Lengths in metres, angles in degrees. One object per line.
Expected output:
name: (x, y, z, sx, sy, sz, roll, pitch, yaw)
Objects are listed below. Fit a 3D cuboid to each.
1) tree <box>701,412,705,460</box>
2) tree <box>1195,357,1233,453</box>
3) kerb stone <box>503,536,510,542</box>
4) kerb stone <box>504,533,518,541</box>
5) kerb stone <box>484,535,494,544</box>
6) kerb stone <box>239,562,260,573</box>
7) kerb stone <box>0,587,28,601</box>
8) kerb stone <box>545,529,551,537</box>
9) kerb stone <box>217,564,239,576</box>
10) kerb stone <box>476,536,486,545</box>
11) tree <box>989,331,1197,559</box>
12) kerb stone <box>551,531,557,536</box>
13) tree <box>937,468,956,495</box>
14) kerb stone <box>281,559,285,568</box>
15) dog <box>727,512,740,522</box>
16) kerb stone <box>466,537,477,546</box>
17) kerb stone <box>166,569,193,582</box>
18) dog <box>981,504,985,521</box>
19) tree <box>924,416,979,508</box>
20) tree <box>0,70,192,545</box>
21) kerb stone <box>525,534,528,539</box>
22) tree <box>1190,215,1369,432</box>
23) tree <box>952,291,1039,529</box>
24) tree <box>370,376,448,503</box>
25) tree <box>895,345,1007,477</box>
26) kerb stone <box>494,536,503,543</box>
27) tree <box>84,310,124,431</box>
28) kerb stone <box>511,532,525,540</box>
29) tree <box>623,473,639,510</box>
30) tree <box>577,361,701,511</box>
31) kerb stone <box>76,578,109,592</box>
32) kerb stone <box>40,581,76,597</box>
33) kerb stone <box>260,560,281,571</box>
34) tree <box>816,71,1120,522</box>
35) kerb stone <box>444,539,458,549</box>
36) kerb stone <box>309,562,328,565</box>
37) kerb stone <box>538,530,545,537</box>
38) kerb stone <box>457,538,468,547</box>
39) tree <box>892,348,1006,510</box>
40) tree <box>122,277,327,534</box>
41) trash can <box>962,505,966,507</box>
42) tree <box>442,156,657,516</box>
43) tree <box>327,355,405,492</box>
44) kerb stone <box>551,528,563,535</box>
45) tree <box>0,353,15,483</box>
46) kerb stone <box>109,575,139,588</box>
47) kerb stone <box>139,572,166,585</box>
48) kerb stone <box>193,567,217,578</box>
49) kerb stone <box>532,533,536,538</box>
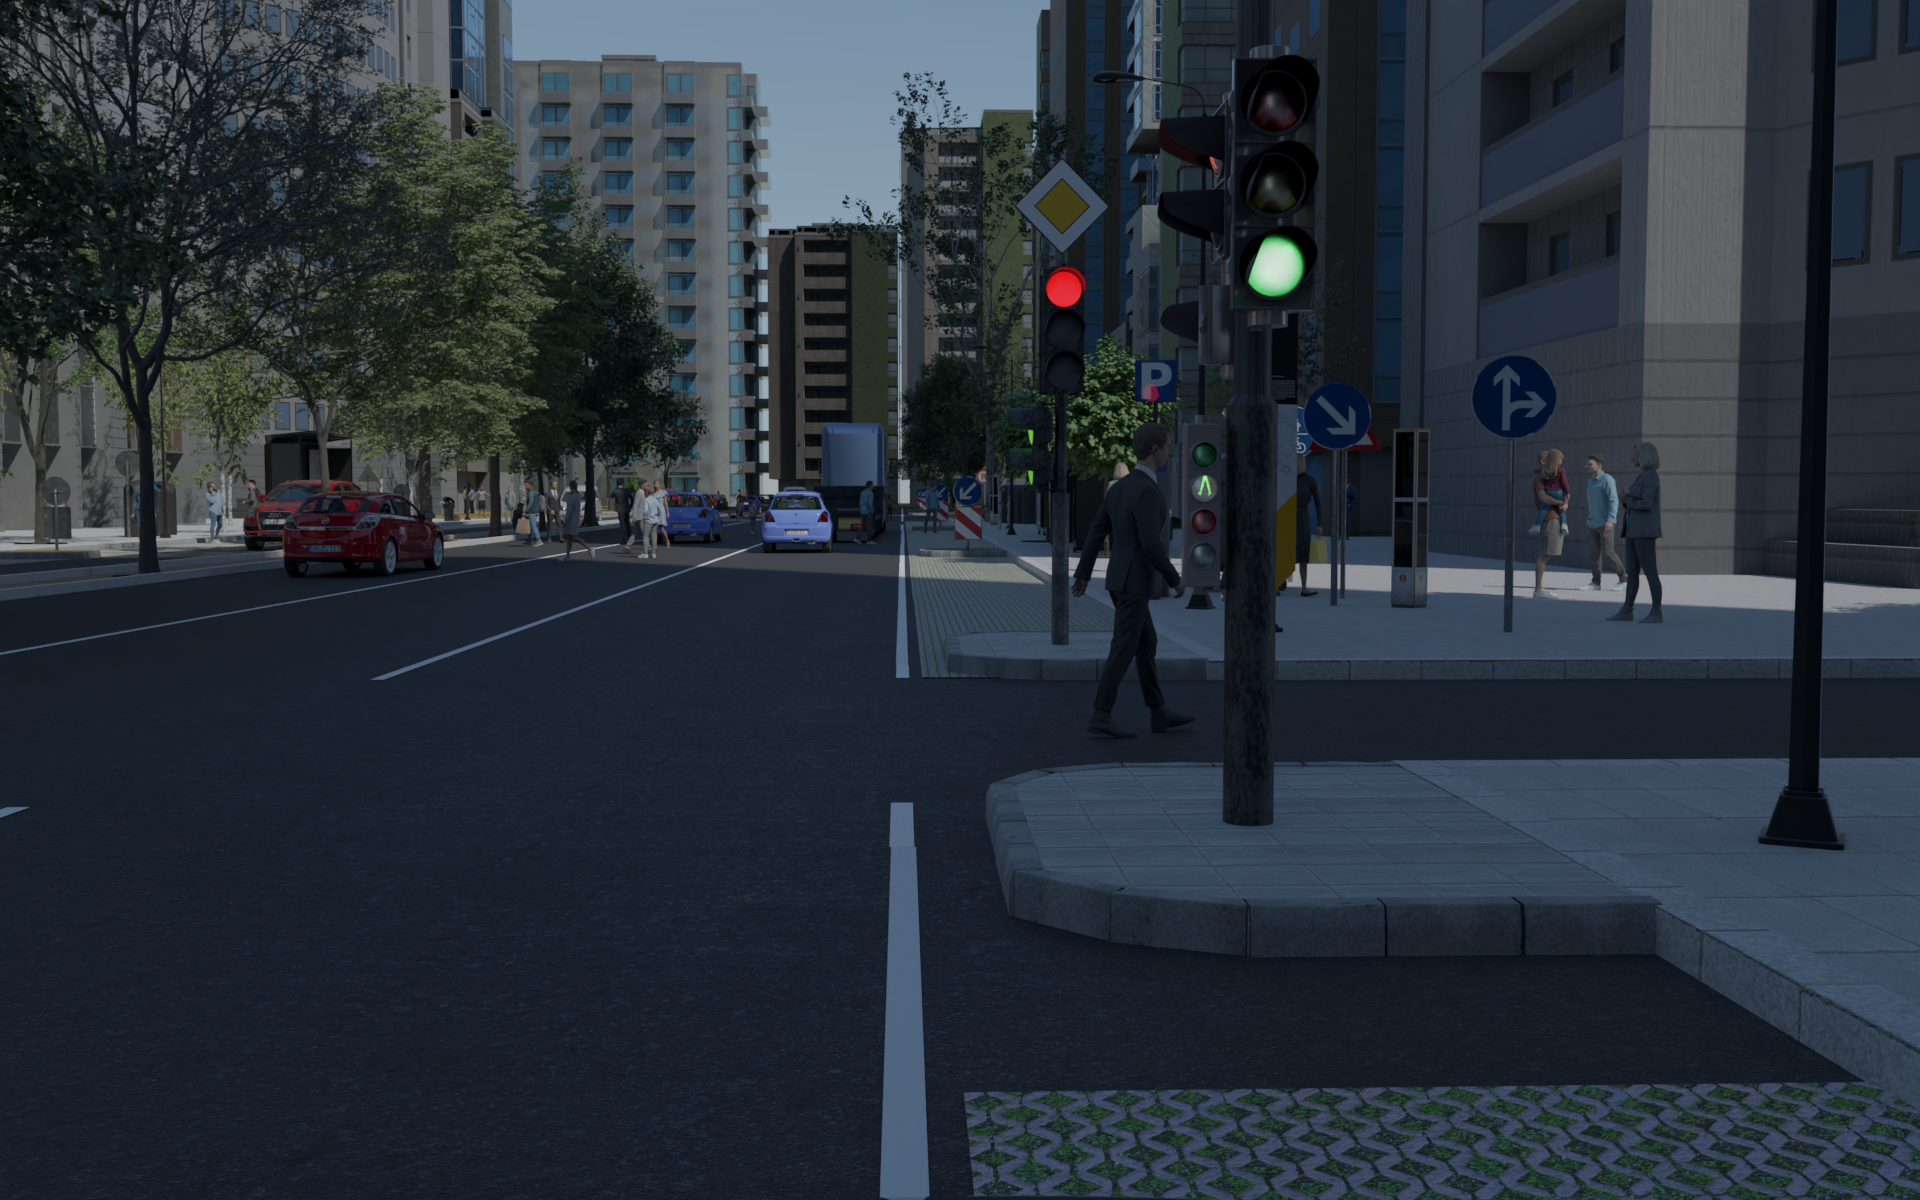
tree: (-28.014, -14.628, 164.918, 9.928, 11.665, 9.643, 0, 3, 0)
tree: (11.401, -7.356, 70.638, 4.737, 8.622, 4.395, 0, 3, 0)
kerb stone: (-13.833, -1.842, 52.312, 0.120, 0.150, 1.000, 0, 4, -2)
kerb stone: (-13.870, -1.904, 53.334, 0.120, 0.150, 1.000, 0, 4, -2)
kerb stone: (-13.765, -1.717, 50.268, 0.120, 0.150, 1.000, 0, 4, -2)
kerb stone: (-13.160, -0.588, 31.843, 0.120, 0.150, 1.000, 0, 4, -2)
kerb stone: (-12.886, -0.087, 23.611, 0.120, 0.150, 1.000, 0, 4, -2)
kerb stone: (-14.036, -2.217, 58.453, 0.120, 0.150, 1.000, 0, 4, -2)
kerb stone: (-13.117, -0.521, 30.804, 0.120, 0.150, 1.000, 0, 4, -2)
kerb stone: (-13.733, -1.654, 49.246, 0.120, 0.150, 1.000, 0, 4, -2)
tree: (3.054, -3.135, 34.978, 4.285, 4.588, 4.351, 0, 3, 0)
kerb stone: (-14.074, -2.280, 59.474, 0.120, 0.150, 1.000, 0, 4, -2)
tree: (-0.925, -8.216, 128.931, 1.663, 3.219, 1.824, 0, 3, 0)
kerb stone: (-13.226, -0.715, 33.887, 0.120, 0.150, 1.000, 0, 4, -2)
dog: (-11.693, -4.286, 89.369, 0.540, 0.507, 0.406, -3, 5, -44)
kerb stone: (-13.693, -1.592, 48.224, 0.120, 0.150, 1.000, 0, 4, -2)
kerb stone: (-13.046, -0.395, 28.744, 0.120, 0.150, 1.000, 0, 4, -2)
dog: (1.295, -4.130, 81.903, 0.800, 0.831, 0.513, -1, 4, -18)
tree: (-1.125, -14.926, 162.166, 7.486, 12.596, 7.792, 0, 3, 0)
tree: (-23.529, -7.216, 43.745, 9.928, 11.665, 9.643, 0, 3, 0)
kerb stone: (-13.938, -2.029, 55.379, 0.120, 0.150, 1.000, 0, 4, -2)
tree: (7.167, -5.514, 40.517, 4.360, 8.622, 3.978, 0, 3, 0)
tree: (1.530, -6.864, 62.586, 4.360, 8.622, 3.978, 0, 3, 0)
tree: (-24.396, -7.731, 76.770, 4.360, 8.622, 3.978, 0, 3, 0)
tree: (0.189, -10.629, 108.195, 7.601, 10.594, 8.767, 2, 4, 30)
kerb stone: (-13.799, -1.779, 51.290, 0.120, 0.150, 1.000, 0, 4, -2)
tree: (-29.433, -6.874, 62.746, 4.737, 8.622, 4.395, 0, 3, 0)
kerb stone: (-13.903, -1.967, 54.356, 0.120, 0.150, 1.000, 0, 4, -2)
tree: (-26.757, -9.055, 142.656, 1.663, 3.219, 1.824, 0, 3, 0)
tree: (-26.675, -12.601, 131.777, 9.928, 11.665, 9.643, 0, 3, 0)
kerb stone: (-12.946, -0.210, 25.667, 0.120, 0.150, 1.000, 0, 4, -2)
kerb stone: (-12.915, -0.150, 24.645, 0.120, 0.150, 1.000, 0, 4, -2)
kerb stone: (-13.181, -0.651, 32.865, 0.120, 0.150, 1.000, 0, 4, -2)
tree: (-0.010, -13.673, 79.448, 12.611, 20.169, 13.585, 0, 3, 0)
kerb stone: (-13.631, -1.467, 46.176, 0.120, 0.150, 1.000, 0, 4, -2)
kerb stone: (-13.292, -0.838, 35.930, 0.120, 0.150, 1.000, 0, 4, -2)
kerb stone: (-14.007, -2.155, 57.431, 0.120, 0.150, 1.000, 0, 4, -2)
kerb stone: (-13.661, -1.529, 47.199, 0.120, 0.150, 1.000, 0, 4, -2)
tree: (-1.018, -13.404, 136.163, 9.611, 12.733, 9.660, 0, 3, 0)
tree: (-23.665, -6.463, 56.030, 4.737, 8.622, 4.395, 0, 3, 0)
trash can: (0.403, -4.638, 87.492, 0.748, 1.137, 0.748, 0, 3, 0)
tree: (-23.868, -14.757, 97.169, 12.611, 20.169, 13.585, 0, 3, 0)
tree: (-28.158, -8.134, 83.349, 4.737, 8.622, 4.395, 0, 3, 0)
kerb stone: (-14.103, -2.343, 60.503, 0.120, 0.150, 1.000, 0, 4, -2)
tree: (-29.070, -6.094, 50.005, 4.737, 8.622, 4.395, 0, 3, 0)
kerb stone: (-12.978, -0.271, 26.689, 0.120, 0.150, 1.000, 0, 4, -2)
kerb stone: (-13.018, -0.337, 27.713, 0.120, 0.150, 1.000, 0, 4, -2)
kerb stone: (-13.087, -0.460, 29.782, 0.120, 0.150, 1.000, 0, 4, -2)
kerb stone: (-13.975, -2.089, 56.408, 0.120, 0.150, 1.000, 0, 4, -2)
